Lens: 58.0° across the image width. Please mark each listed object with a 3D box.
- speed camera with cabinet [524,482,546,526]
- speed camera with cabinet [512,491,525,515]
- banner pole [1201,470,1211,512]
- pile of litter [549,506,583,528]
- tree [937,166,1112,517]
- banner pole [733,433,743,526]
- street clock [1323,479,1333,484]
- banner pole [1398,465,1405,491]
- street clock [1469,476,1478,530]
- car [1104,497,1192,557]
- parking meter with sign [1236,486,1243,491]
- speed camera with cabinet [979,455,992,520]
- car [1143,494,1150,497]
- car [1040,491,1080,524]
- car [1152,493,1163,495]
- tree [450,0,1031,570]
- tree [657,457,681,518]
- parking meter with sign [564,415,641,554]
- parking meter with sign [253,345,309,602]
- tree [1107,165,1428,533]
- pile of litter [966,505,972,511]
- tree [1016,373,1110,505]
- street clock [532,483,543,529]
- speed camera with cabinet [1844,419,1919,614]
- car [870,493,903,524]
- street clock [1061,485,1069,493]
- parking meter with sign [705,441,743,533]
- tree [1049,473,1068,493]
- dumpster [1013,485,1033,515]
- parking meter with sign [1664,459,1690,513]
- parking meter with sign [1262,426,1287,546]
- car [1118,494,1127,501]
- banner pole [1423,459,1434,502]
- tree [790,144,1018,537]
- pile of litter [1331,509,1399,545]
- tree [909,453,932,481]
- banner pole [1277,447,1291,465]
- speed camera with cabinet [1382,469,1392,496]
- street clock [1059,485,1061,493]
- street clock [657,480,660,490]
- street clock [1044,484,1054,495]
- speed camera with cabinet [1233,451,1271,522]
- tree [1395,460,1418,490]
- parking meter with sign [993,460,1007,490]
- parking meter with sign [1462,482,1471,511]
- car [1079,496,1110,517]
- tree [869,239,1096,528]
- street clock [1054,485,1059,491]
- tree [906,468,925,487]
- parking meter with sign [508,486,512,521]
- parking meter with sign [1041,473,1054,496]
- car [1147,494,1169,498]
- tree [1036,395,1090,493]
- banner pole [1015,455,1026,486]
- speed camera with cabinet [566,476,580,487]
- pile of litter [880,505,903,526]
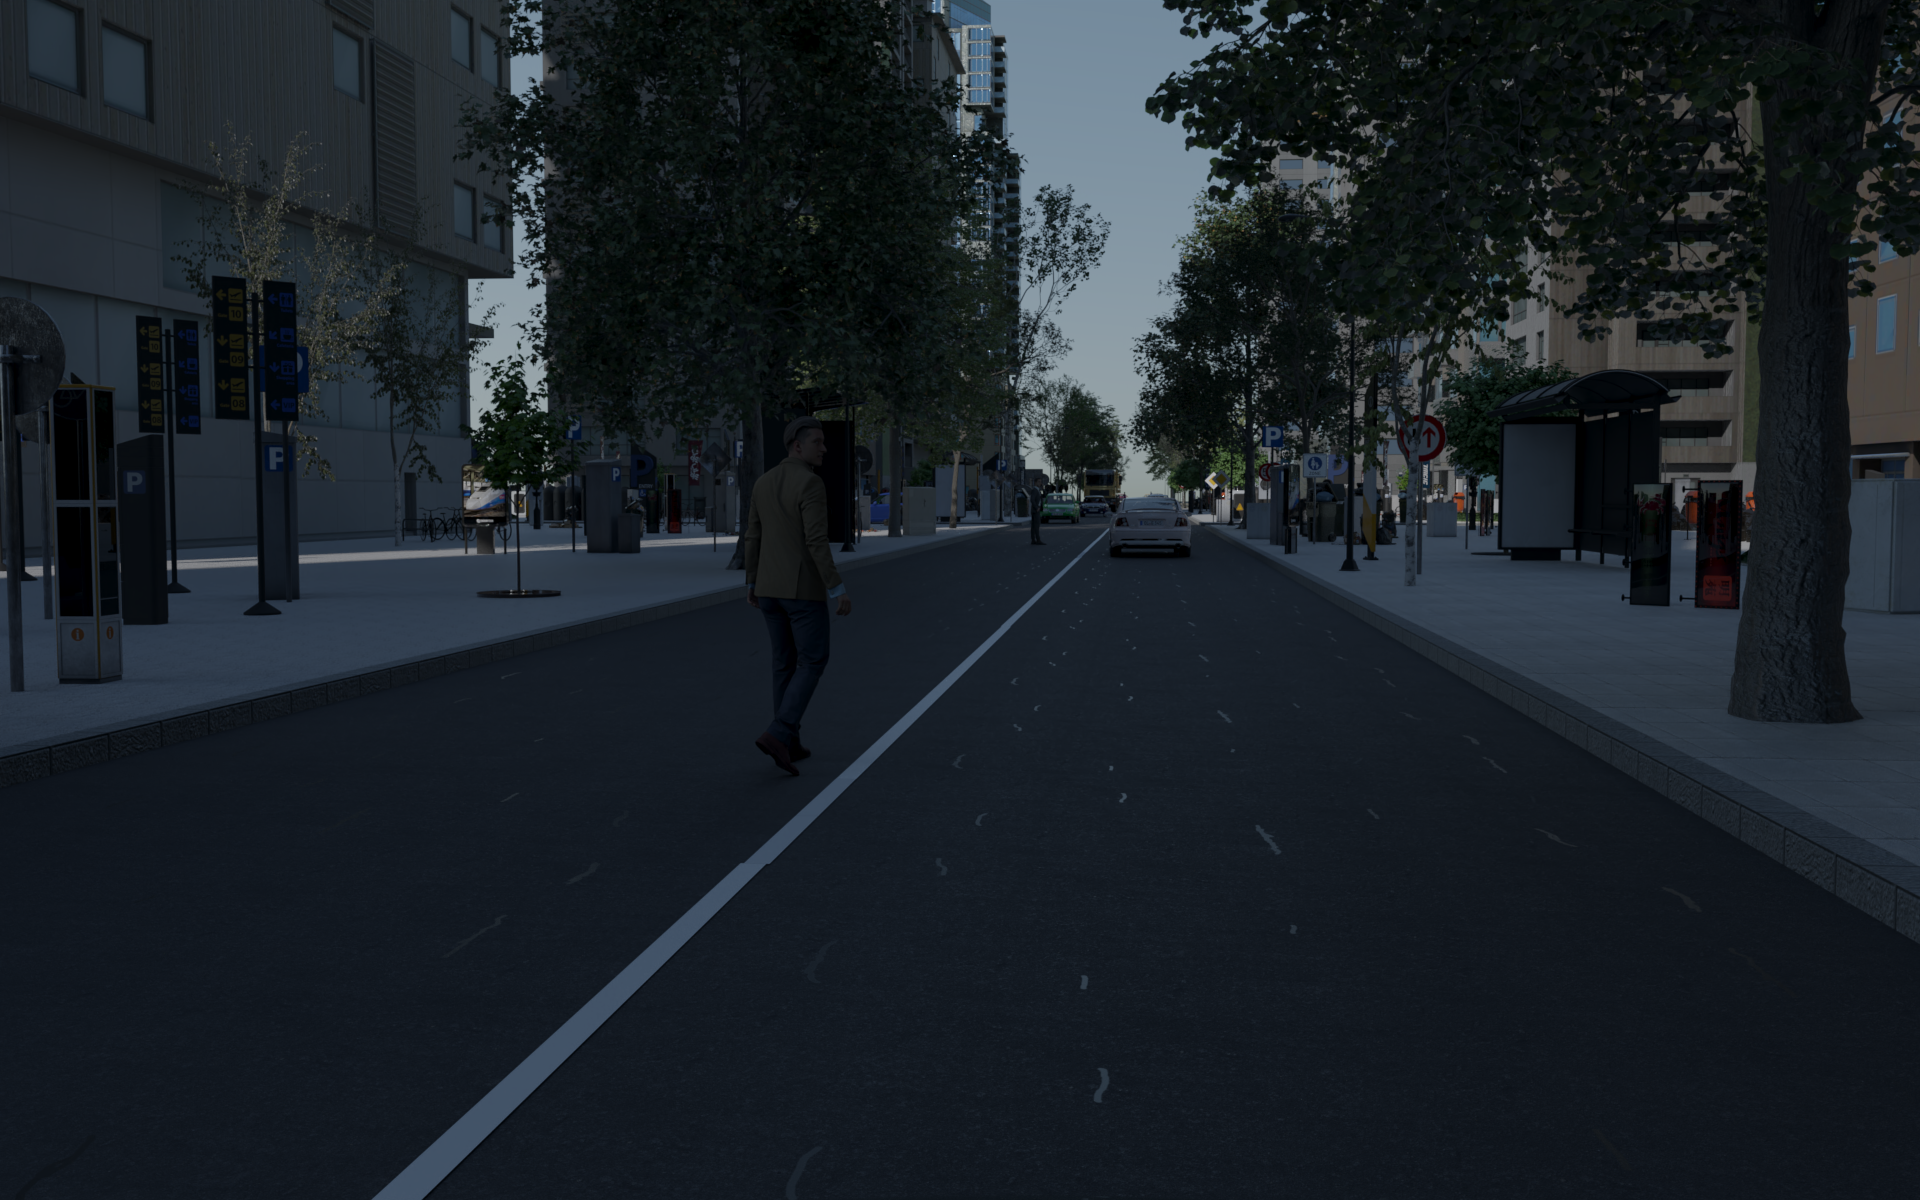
[{"bbox_3d":[-17.194,-4.638,70.164,0.660,3.252,2.038,-1,4,-14],"label":"speed camera with cabinet"},{"bbox_3d":[-25.837,-6.702,103.919,2.038,3.252,0.660,0,4,-7],"label":"speed camera with cabinet"},{"bbox_3d":[17.665,-8.238,124.700,0.863,3.779,0.401,0,4,2],"label":"banner pole"},{"bbox_3d":[-14.898,-3.148,65.429,1.176,0.858,1.719,-2,4,-25],"label":"pile of litter"},{"bbox_3d":[1.395,-14.832,98.386,12.611,20.169,13.585,0,3,0],"label":"tree"},{"bbox_3d":[-8.841,-4.856,69.407,0.863,3.779,0.401,2,4,32],"label":"banner pole"},{"bbox_3d":[17.722,-4.831,83.561,0.471,2.002,0.358,2,4,29],"label":"street clock"},{"bbox_3d":[38.400,-9.817,150.529,0.401,3.779,0.863,-2,4,-32],"label":"banner pole"},{"bbox_3d":[18.211,-3.482,61.508,0.358,2.002,0.471,-1,4,-17],"label":"street clock"},{"bbox_3d":[4.455,-1.745,40.892,2.083,1.381,4.827,0,4,5],"label":"car"},{"bbox_3d":[18.957,-7.453,118.109,1.738,3.016,0.543,0,4,-1],"label":"parking meter with sign"},{"bbox_3d":[1.298,-5.638,86.510,0.660,3.252,2.038,0,4,-2],"label":"speed camera with cabinet"},{"bbox_3d":[33.523,-18.236,308.384,2.015,1.641,3.980,0,4,8],"label":"car"},{"bbox_3d":[4.923,-4.673,85.198,1.959,1.807,4.718,0,4,7],"label":"car"},{"bbox_3d":[22.245,-11.384,195.165,2.155,1.783,4.494,0,4,6],"label":"car"},{"bbox_3d":[-3.600,-6.875,29.408,9.611,12.733,9.660,0,3,0],"label":"tree"},{"bbox_3d":[-15.896,-5.938,91.690,1.663,3.219,1.824,0,3,0],"label":"tree"},{"bbox_3d":[-7.764,-2.536,37.720,1.738,3.016,0.543,2,4,25],"label":"parking meter with sign"},{"bbox_3d":[-8.337,-1.523,21.169,0.543,3.016,1.738,-2,4,-28],"label":"parking meter with sign"},{"bbox_3d":[9.813,-7.031,49.375,7.601,10.594,8.767,3,4,36],"label":"tree"},{"bbox_3d":[0.147,-7.103,130.097,1.719,0.858,1.176,1,4,9],"label":"pile of litter"},{"bbox_3d":[8.624,-13.709,149.899,9.928,11.665,9.643,0,3,0],"label":"tree"},{"bbox_3d":[-15.353,-3.562,62.809,0.471,2.002,0.358,2,4,25],"label":"street clock"},{"bbox_3d":[9.962,-1.531,19.360,0.660,3.252,2.038,-1,4,-12],"label":"speed camera with cabinet"},{"bbox_3d":[-3.218,-4.147,77.392,3.694,1.707,1.945,0,4,4],"label":"car"},{"bbox_3d":[8.365,-8.060,136.348,0.358,2.002,0.471,2,4,24],"label":"street clock"},{"bbox_3d":[-7.834,-3.755,57.657,1.738,3.016,0.543,3,5,43],"label":"parking meter with sign"},{"bbox_3d":[7.839,-8.959,141.074,1.663,3.219,1.824,0,3,0],"label":"tree"},{"bbox_3d":[3.972,-6.250,107.945,1.264,1.857,1.865,0,4,6],"label":"dumpster"},{"bbox_3d":[36.096,-5.519,86.499,1.738,3.016,0.543,1,4,21],"label":"parking meter with sign"},{"bbox_3d":[8.081,-2.897,43.633,0.543,3.016,1.738,0,4,-5],"label":"parking meter with sign"},{"bbox_3d":[29.069,-18.483,311.228,2.155,1.783,4.494,0,4,5],"label":"car"},{"bbox_3d":[24.129,-6.066,89.199,0.863,3.779,0.401,2,4,29],"label":"banner pole"},{"bbox_3d":[-2.345,-8.151,51.402,7.486,12.596,7.792,0,3,0],"label":"tree"},{"bbox_3d":[10.246,-1.835,43.969,1.719,0.858,1.176,0,4,8],"label":"pile of litter"},{"bbox_3d":[-2.291,-9.401,137.413,4.285,4.588,4.351,0,3,0],"label":"tree"},{"bbox_3d":[15.357,-5.662,82.584,0.863,3.779,0.401,2,4,23],"label":"banner pole"},{"bbox_3d":[33.733,-8.877,139.477,2.038,3.252,0.660,2,4,30],"label":"speed camera with cabinet"},{"bbox_3d":[7.972,-8.140,137.662,0.471,2.002,0.358,-1,4,-11],"label":"street clock"},{"bbox_3d":[-15.801,-5.230,90.077,0.358,2.002,0.471,-3,4,-36],"label":"street clock"},{"bbox_3d":[6.346,-7.387,125.350,0.471,2.002,0.358,-1,4,-13],"label":"street clock"},{"bbox_3d":[13.647,-5.270,80.503,2.038,3.252,0.660,2,4,30],"label":"speed camera with cabinet"},{"bbox_3d":[25.054,-6.252,96.820,1.663,3.219,1.824,0,3,0],"label":"tree"},{"bbox_3d":[1.963,-5.655,88.719,0.543,3.016,1.738,-1,4,-10],"label":"parking meter with sign"},{"bbox_3d":[32.662,-7.102,112.377,0.543,3.016,1.738,-1,4,-14],"label":"parking meter with sign"},{"bbox_3d":[8.455,-5.899,109.031,1.945,1.354,3.894,0,4,6],"label":"car"},{"bbox_3d":[-0.235,-7.927,64.012,8.767,10.594,7.601,-1,4,-8],"label":"tree"},{"bbox_3d":[7.316,-8.070,136.518,0.471,2.002,0.358,-1,4,-10],"label":"street clock"},{"bbox_3d":[-3.366,-8.174,128.248,1.663,3.219,1.824,0,3,0],"label":"tree"},{"bbox_3d":[-21.966,-5.205,81.369,1.738,3.016,0.543,0,4,3],"label":"parking meter with sign"},{"bbox_3d":[7.439,-9.042,144.104,1.738,3.016,0.543,3,4,37],"label":"parking meter with sign"},{"bbox_3d":[12.094,-5.750,106.022,2.014,1.417,4.499,0,4,5],"label":"car"},{"bbox_3d":[7.344,-10.906,128.678,4.360,8.622,3.978,0,3,0],"label":"tree"},{"bbox_3d":[3.869,-7.349,110.180,0.863,3.779,0.401,-3,4,-38],"label":"banner pole"},{"bbox_3d":[-19.000,-5.739,88.175,2.038,3.252,0.660,-1,4,-16],"label":"speed camera with cabinet"},{"bbox_3d":[-2.662,-3.456,70.471,1.176,0.858,1.719,3,5,43],"label":"pile of litter"}]
